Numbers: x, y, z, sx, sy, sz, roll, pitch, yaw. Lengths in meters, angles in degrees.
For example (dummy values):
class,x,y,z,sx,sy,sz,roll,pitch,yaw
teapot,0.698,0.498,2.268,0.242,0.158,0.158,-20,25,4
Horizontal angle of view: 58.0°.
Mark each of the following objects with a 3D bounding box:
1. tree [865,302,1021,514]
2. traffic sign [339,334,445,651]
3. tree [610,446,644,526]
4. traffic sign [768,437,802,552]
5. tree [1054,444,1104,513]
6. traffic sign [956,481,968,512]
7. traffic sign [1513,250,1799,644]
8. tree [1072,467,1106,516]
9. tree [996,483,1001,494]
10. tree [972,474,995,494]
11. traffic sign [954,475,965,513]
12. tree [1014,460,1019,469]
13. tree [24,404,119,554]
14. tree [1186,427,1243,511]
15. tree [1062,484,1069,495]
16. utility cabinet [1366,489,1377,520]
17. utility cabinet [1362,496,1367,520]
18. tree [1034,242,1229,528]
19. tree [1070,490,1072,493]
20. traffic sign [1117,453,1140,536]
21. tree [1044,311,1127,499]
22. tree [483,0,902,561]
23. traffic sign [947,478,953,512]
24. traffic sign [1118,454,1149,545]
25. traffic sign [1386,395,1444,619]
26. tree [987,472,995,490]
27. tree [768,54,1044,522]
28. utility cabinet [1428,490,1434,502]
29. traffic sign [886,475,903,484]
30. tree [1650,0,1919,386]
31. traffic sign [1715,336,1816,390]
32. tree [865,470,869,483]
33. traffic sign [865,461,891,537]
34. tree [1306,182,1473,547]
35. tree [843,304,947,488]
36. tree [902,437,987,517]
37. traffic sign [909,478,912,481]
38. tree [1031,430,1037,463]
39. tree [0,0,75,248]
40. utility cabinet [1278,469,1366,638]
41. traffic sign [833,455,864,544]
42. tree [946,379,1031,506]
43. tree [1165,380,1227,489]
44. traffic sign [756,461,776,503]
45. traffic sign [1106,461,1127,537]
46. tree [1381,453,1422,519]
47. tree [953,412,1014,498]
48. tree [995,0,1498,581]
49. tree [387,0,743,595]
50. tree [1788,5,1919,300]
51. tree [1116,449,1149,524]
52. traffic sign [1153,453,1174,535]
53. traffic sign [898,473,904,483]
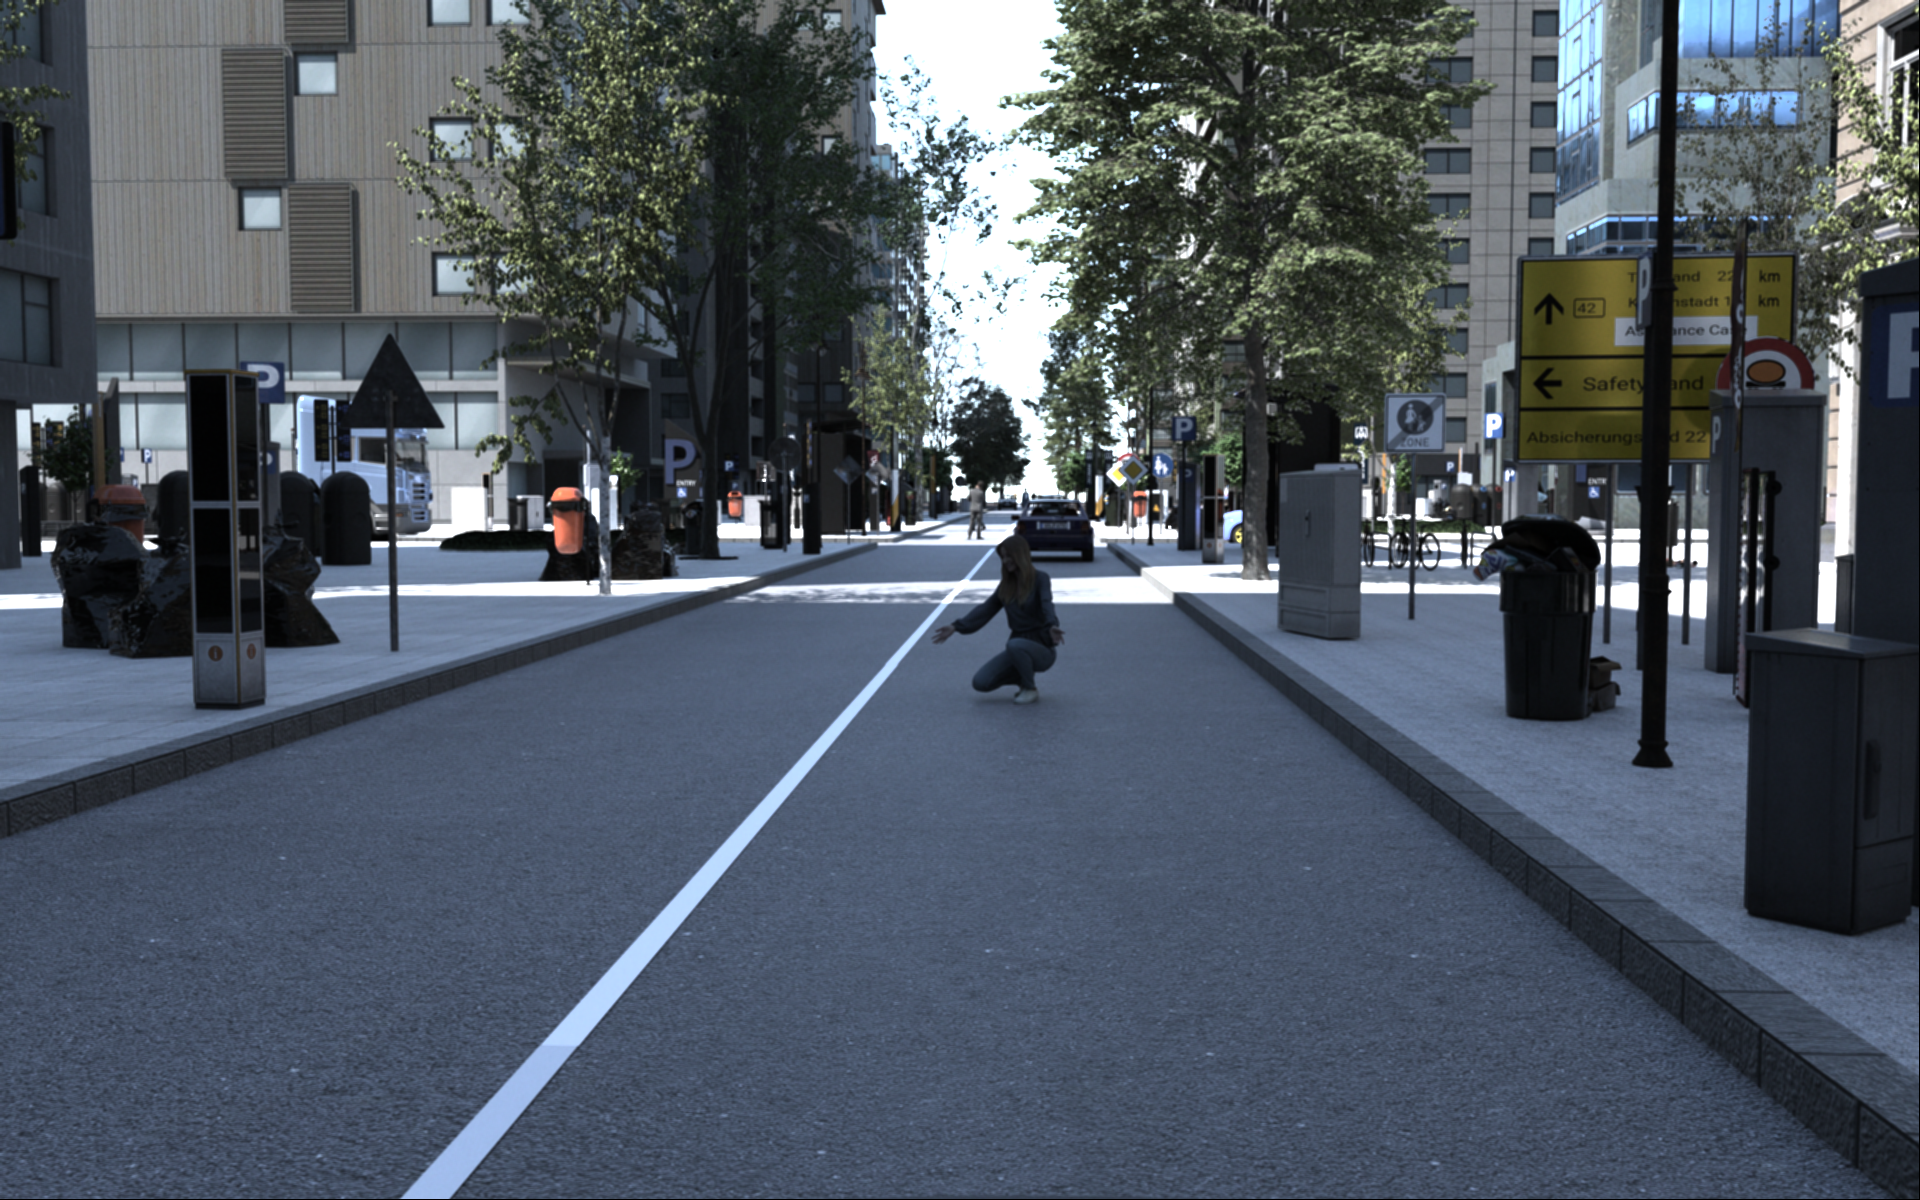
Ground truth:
class,x,y,z,sx,sy,sz,roll,pitch,yaw
tree,-1.321,-12.312,111.668,12.009,13.543,11.850,0,3,0
traffic sign,-4.618,-0.861,14.076,0.884,2.594,0.081,0,4,6
tree,-13.737,-4.578,69.452,1.663,3.219,1.824,0,3,0
traffic sign,-3.887,-2.343,38.413,0.768,2.556,0.104,1,4,9
tree,8.264,-7.939,113.509,4.285,4.588,4.351,0,3,0
traffic sign,0.151,-7.403,121.037,0.884,2.594,0.081,1,4,9
traffic sign,5.873,-1.275,14.722,2.265,3.308,0.079,1,4,9
tree,7.820,-6.468,100.359,1.663,3.219,1.824,0,3,0
tree,4.752,-14.847,237.343,1.663,3.219,1.824,0,3,0
tree,2.117,-10.586,167.685,1.663,3.219,1.824,0,3,0
traffic sign,-0.017,-7.216,118.085,0.768,2.556,0.104,1,4,12
tree,5.802,-17.895,242.947,4.360,8.622,3.978,0,3,0
tree,-18.893,-2.607,37.219,1.663,3.219,1.824,0,3,0
tree,13.191,-6.021,82.153,4.285,4.588,4.351,0,3,0
tree,13.216,-13.184,210.161,1.663,3.219,1.824,0,3,0
utility cabinet,18.515,-4.330,79.472,1.173,1.500,0.318,1,4,8
utility cabinet,13.489,-2.971,59.744,1.020,1.237,0.306,0,4,-8
tree,6.397,-7.991,65.062,8.767,10.594,7.601,2,4,28
tree,11.754,-10.569,167.410,1.663,3.219,1.824,0,3,0
traffic sign,5.194,-3.257,53.355,0.768,2.556,0.104,0,4,6
tree,12.569,-19.653,177.208,12.611,20.169,13.585,0,3,0
tree,-4.985,-6.592,33.535,9.928,11.665,9.643,0,3,0
traffic sign,-0.857,-7.502,122.762,0.768,2.556,0.104,0,4,5
traffic sign,4.391,-2.465,43.940,0.795,2.450,0.064,0,4,3
traffic sign,4.623,-0.950,17.666,0.606,2.300,0.079,0,4,7
tree,1.789,-11.973,179.476,4.285,4.588,4.351,0,3,0
tree,-2.787,-13.561,77.612,12.611,20.169,13.585,0,3,0
utility cabinet,28.332,-5.779,103.163,0.318,1.500,1.173,-1,4,-16
traffic sign,-3.339,-5.381,87.983,0.884,2.594,0.081,0,4,6
tree,12.748,-4.678,26.850,4.360,8.622,3.978,0,3,0
traffic sign,6.511,-0.855,14.087,0.768,2.556,0.104,0,4,8
tree,-6.721,-7.689,120.318,1.663,3.219,1.824,0,3,0
traffic sign,-2.471,-2.974,52.274,0.795,2.450,0.064,0,4,3
tree,10.403,-5.590,41.761,4.737,8.622,4.395,0,3,0
tree,-2.530,-7.067,65.908,4.737,8.622,4.395,0,3,0
tree,-1.672,-7.048,98.943,4.285,4.588,4.351,0,3,0
traffic sign,-2.781,-6.476,105.991,0.768,2.556,0.104,1,4,9
tree,6.228,-21.313,255.115,9.857,13.997,8.962,0,3,0
tree,-12.819,-4.307,20.786,4.737,8.622,4.395,0,3,0
utility cabinet,3.240,-0.430,15.702,0.318,1.500,1.173,-1,4,-12
traffic sign,-2.844,-2.487,44.298,0.795,2.450,0.064,0,4,3
tree,2.615,-17.405,191.228,9.857,13.997,8.962,0,3,0
tree,14.646,-9.613,107.531,4.737,8.622,4.395,0,3,0
traffic sign,-6.081,-3.191,54.303,0.606,2.300,0.079,0,4,3
traffic sign,4.764,-2.953,51.917,0.795,2.450,0.064,0,4,3
tree,19.133,-4.878,74.350,1.663,3.219,1.824,0,3,0
tree,1.530,-12.252,150.683,4.360,8.622,3.978,0,3,0
tree,4.061,-6.545,25.136,7.486,12.596,7.792,0,3,0
tree,-4.716,-4.383,22.028,4.737,8.622,4.395,0,3,0
tree,12.068,-4.262,20.047,4.737,8.622,4.395,0,3,0
tree,7.403,-4.825,73.485,1.663,3.219,1.824,0,3,0
traffic sign,6.264,-3.291,53.920,0.768,2.556,0.104,1,4,8
traffic sign,-3.429,-5.713,93.410,0.884,2.594,0.081,1,4,9
